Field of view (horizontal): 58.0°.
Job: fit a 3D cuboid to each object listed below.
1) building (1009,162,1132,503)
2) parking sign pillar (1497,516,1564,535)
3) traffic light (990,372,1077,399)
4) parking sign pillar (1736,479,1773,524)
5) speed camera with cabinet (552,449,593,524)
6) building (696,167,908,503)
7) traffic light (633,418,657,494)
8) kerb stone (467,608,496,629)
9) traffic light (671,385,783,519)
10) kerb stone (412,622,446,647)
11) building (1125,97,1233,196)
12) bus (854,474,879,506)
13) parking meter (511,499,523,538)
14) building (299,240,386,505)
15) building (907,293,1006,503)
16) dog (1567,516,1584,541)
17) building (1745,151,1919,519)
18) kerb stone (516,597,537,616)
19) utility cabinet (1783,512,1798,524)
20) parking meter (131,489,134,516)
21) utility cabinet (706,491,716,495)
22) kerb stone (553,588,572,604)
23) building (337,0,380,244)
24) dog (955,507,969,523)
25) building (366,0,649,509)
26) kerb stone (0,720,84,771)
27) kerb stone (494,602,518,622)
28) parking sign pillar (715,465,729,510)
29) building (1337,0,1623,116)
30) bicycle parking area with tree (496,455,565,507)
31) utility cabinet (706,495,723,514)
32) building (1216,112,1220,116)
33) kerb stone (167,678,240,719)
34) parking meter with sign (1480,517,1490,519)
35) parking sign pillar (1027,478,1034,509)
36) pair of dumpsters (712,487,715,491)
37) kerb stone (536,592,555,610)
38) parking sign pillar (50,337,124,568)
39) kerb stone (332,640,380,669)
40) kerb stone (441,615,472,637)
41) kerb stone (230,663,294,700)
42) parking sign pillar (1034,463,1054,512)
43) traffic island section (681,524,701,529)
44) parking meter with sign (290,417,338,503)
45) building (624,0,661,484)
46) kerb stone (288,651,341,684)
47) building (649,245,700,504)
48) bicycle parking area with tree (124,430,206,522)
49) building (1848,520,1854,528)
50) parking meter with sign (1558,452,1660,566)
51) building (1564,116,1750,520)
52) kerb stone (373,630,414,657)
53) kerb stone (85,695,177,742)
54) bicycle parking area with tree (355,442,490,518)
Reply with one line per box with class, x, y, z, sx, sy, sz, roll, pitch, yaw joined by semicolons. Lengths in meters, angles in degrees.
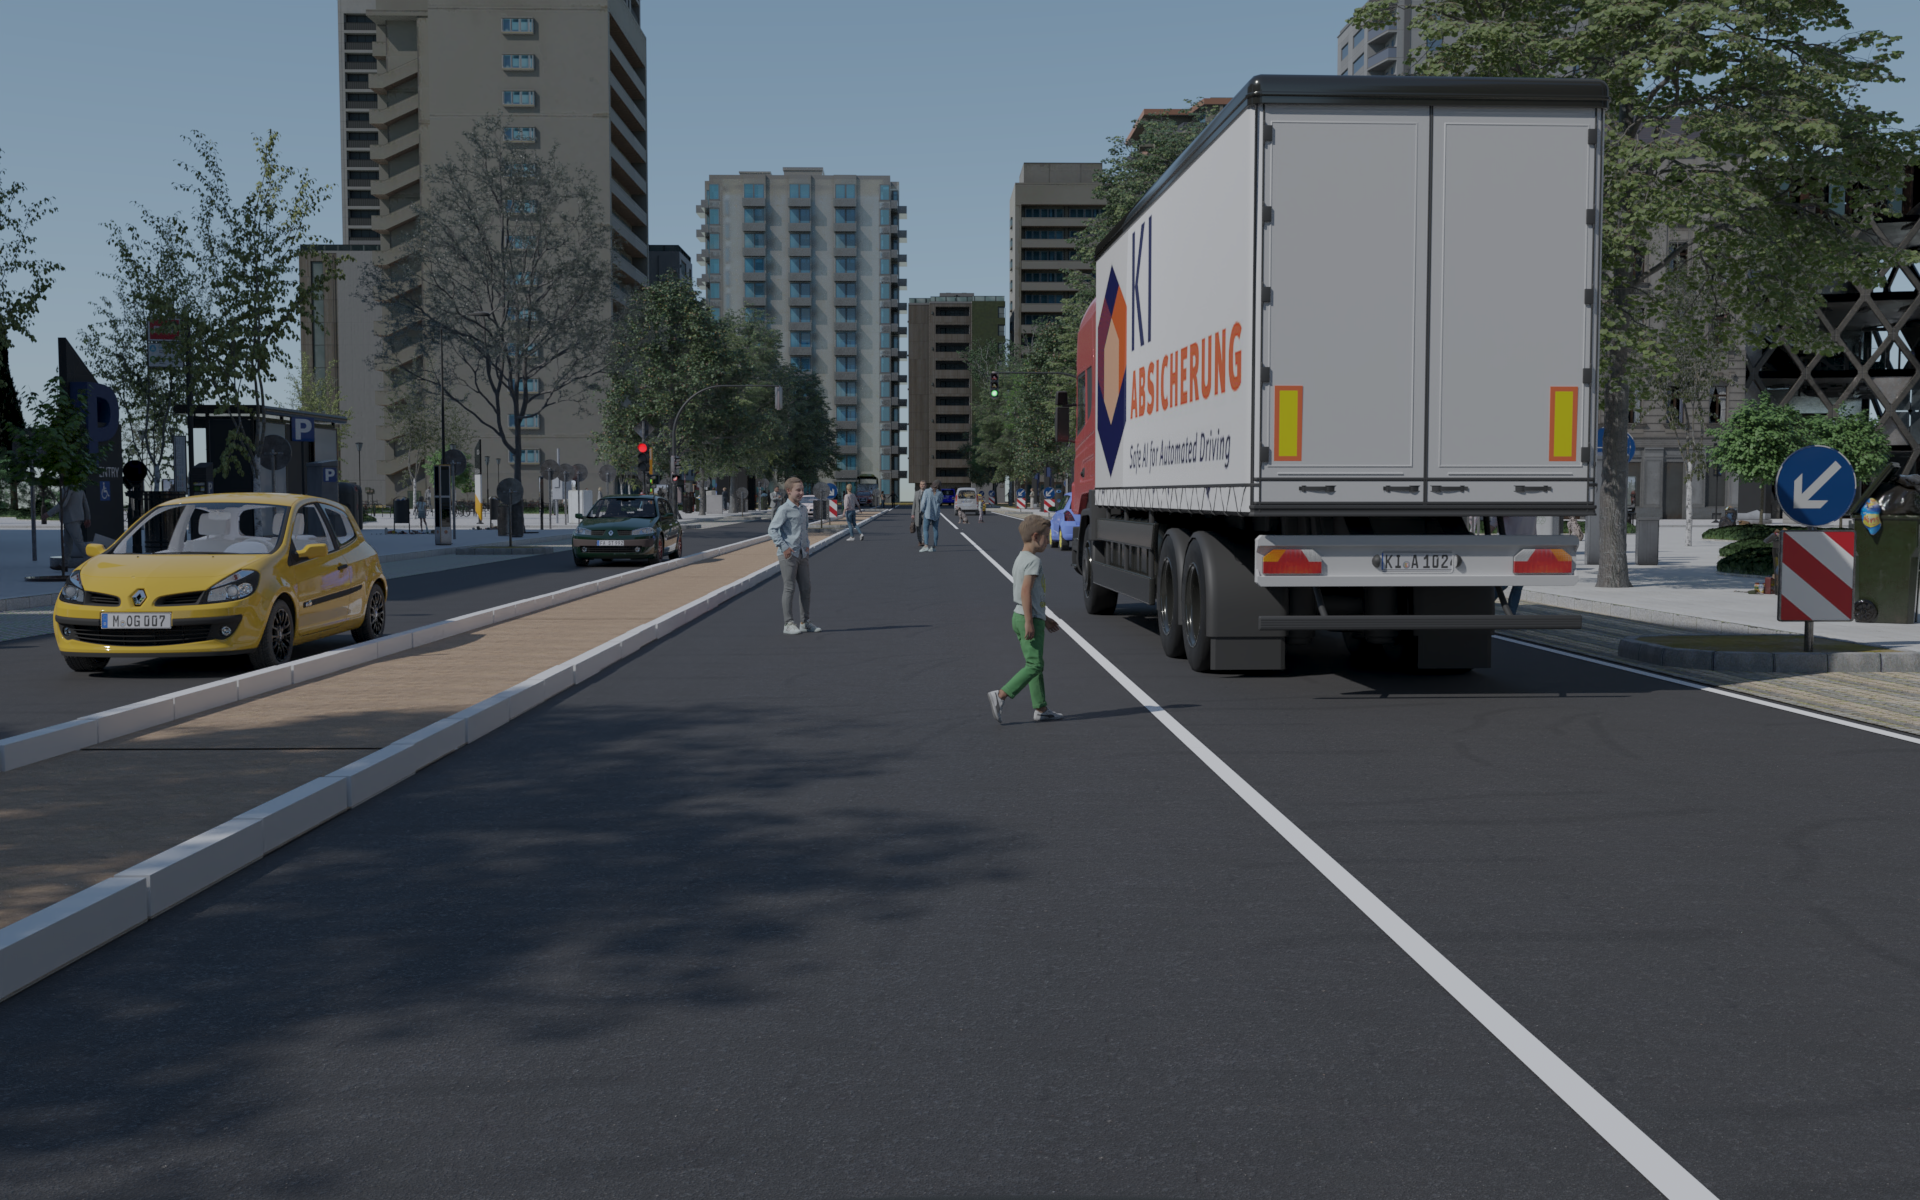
building;18.000;-38.649;255.614;21.600;48.544;21.300;0;4;-1
parking sign pillar;12.072;-2.943;36.584;1.447;3.967;1.447;2;4;27
traffic light;3.482;-5.488;64.394;4.771;5.953;1.251;0;4;-1
parking sign pillar;34.177;-5.258;74.439;1.447;3.967;1.447;-2;4;-32
speed camera with cabinet;-16.817;-4.943;75.149;2.038;3.252;0.660;3;4;38
building;-23.026;-38.941;256.287;30.456;49.044;23.786;0;4;-1
traffic light;-11.685;-4.602;64.165;0.839;4.253;0.868;0;4;-1
kerb stone;-5.193;0.221;18.582;0.120;0.150;1.000;0;4;-1
traffic light;-9.783;-5.967;72.232;4.771;5.953;1.251;0;4;-1
kerb stone;-5.136;0.346;16.539;0.120;0.150;1.000;0;4;-1
building;30.273;-33.067;195.266;22.147;44.769;28.867;0;4;-1
bus;-11.350;-13.525;212.680;2.896;3.916;12.252;0;4;-2
parking meter;-13.136;-2.618;51.221;0.372;1.533;0.369;0;3;0
building;-67.263;-26.281;201.402;14.107;30.474;14.160;0;4;-1
building;-0.619;-29.364;251.801;14.107;30.474;14.160;0;4;-1
dog;16.785;-2.016;47.348;0.513;0.831;0.800;2;4;24
building;47.751;-13.915;94.960;16.811;18.784;16.820;0;4;-1
kerb stone;-5.235;0.096;20.631;0.120;0.150;1.000;0;4;-1
utility cabinet;35.481;-3.988;73.880;0.318;1.500;1.173;0;4;4
parking meter;-35.784;-4.241;75.056;0.399;1.863;0.255;3;5;39
utility cabinet;-16.360;-6.425;113.734;0.318;1.500;1.173;-2;4;-25
kerb stone;-5.281;-0.024;22.686;0.120;0.150;1.000;0;4;-1
building;-76.968;-49.805;252.563;20.611;71.187;20.563;0;4;-1
dog;0.218;-4.171;85.026;0.800;0.831;0.513;3;5;39
building;-40.499;-32.605;156.786;21.300;48.544;21.600;0;4;-1
kerb stone;-4.968;0.788;9.376;0.120;0.150;1.000;0;4;-1
kerb stone;-5.212;0.158;19.610;0.120;0.150;1.000;0;4;-1
parking sign pillar;-18.911;-9.188;138.689;1.447;3.967;1.447;-2;4;-26
building;59.640;-40.223;199.637;28.212;58.520;21.231;0;4;-1
bicycle parking area with tree;-33.994;-8.684;128.982;9.016;4.147;8.231;-2;4;-24
utility cabinet;-15.761;-6.122;111.263;1.020;1.237;0.306;0;4;1
building;35.383;-29.165;168.726;32.217;40.220;23.993;0;4;-1
kerb stone;-5.024;0.659;11.420;0.120;0.150;1.000;0;4;-1
parking meter with sign;19.830;-4.141;63.964;1.738;3.016;0.543;-3;5;-39
parking sign pillar;6.351;-9.579;145.092;1.447;3.967;1.447;1;4;13
pair of dumpsters;-19.872;-8.715;144.978;1.574;2.255;4.437;0;4;-1
kerb stone;-5.261;0.037;21.655;0.120;0.150;1.000;0;4;-1
parking sign pillar;-15.280;-2.571;30.503;1.447;3.967;1.447;0;4;1
kerb stone;-5.093;0.471;14.491;0.120;0.150;1.000;0;4;-1
kerb stone;-5.163;0.283;17.561;0.120;0.150;1.000;0;4;-1
kerb stone;-5.049;0.596;12.448;0.120;0.150;1.000;0;4;-1
parking sign pillar;6.500;-8.428;126.274;1.447;3.967;1.447;1;4;19
traffic island section;-11.912;-3.058;72.281;2.009;0.180;2.903;0;4;-1
parking meter with sign;-14.315;-2.605;38.846;1.738;3.016;0.543;3;5;41
building;-41.433;-45.250;178.091;20.563;71.187;20.611;0;4;-1
kerb stone;-5.061;0.534;13.470;0.120;0.150;1.000;0;4;-1
building;-38.461;-26.291;201.559;14.107;30.474;14.160;0;4;-1
bicycle parking area with tree;-35.900;-5.707;80.306;9.016;4.147;8.231;2;4;34
building;34.685;-30.204;35.830;21.231;58.520;28.212;0;4;-1
parking meter with sign;11.720;-2.145;31.335;1.738;3.016;0.543;1;4;12
building;30.305;-14.776;90.744;18.267;20.994;9.793;0;4;-1
kerb stone;-5.119;0.409;15.517;0.120;0.150;1.000;0;4;-1
kerb stone;-4.996;0.722;10.397;0.120;0.150;1.000;0;4;-1
bicycle parking area with tree;-31.108;-6.759;97.504;8.231;4.147;9.016;-1;4;-19
